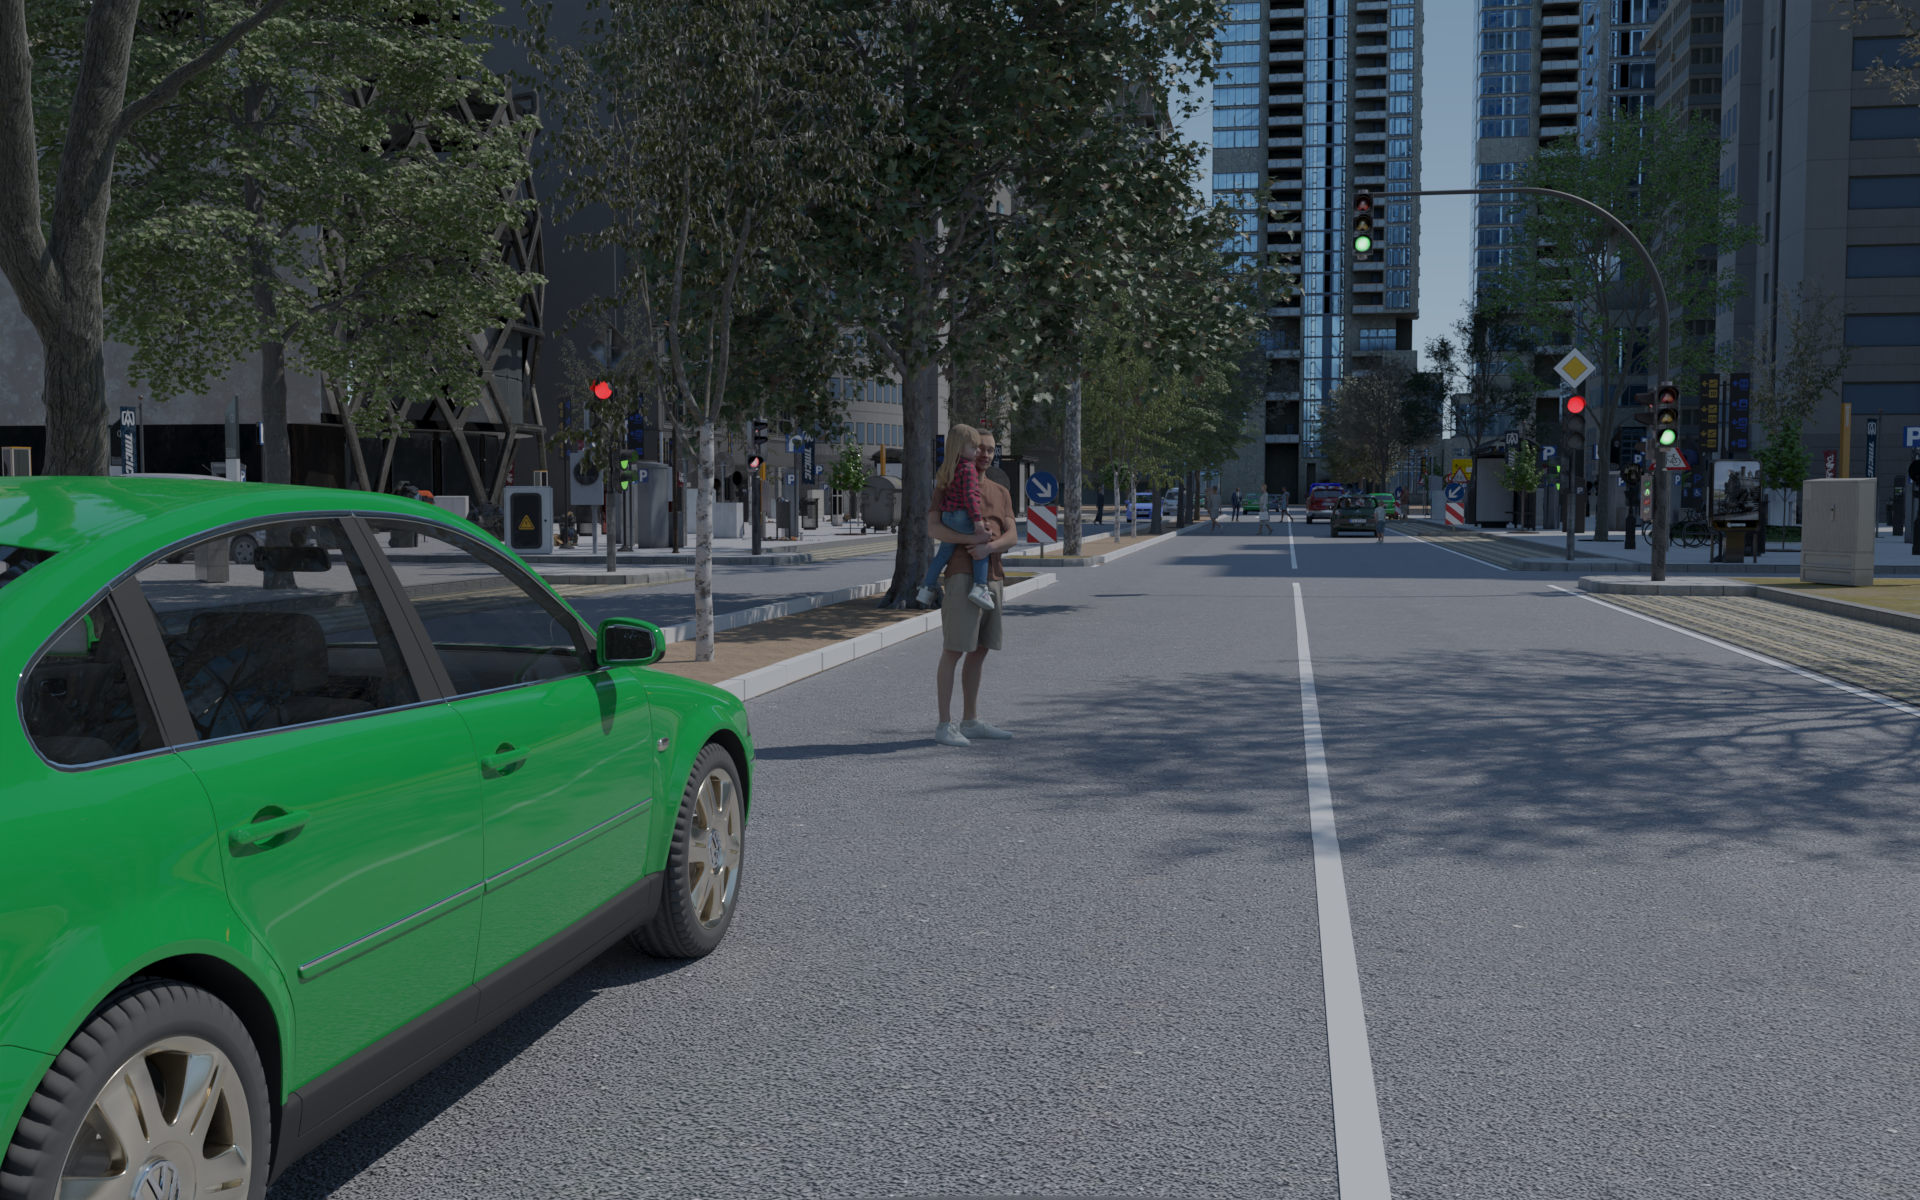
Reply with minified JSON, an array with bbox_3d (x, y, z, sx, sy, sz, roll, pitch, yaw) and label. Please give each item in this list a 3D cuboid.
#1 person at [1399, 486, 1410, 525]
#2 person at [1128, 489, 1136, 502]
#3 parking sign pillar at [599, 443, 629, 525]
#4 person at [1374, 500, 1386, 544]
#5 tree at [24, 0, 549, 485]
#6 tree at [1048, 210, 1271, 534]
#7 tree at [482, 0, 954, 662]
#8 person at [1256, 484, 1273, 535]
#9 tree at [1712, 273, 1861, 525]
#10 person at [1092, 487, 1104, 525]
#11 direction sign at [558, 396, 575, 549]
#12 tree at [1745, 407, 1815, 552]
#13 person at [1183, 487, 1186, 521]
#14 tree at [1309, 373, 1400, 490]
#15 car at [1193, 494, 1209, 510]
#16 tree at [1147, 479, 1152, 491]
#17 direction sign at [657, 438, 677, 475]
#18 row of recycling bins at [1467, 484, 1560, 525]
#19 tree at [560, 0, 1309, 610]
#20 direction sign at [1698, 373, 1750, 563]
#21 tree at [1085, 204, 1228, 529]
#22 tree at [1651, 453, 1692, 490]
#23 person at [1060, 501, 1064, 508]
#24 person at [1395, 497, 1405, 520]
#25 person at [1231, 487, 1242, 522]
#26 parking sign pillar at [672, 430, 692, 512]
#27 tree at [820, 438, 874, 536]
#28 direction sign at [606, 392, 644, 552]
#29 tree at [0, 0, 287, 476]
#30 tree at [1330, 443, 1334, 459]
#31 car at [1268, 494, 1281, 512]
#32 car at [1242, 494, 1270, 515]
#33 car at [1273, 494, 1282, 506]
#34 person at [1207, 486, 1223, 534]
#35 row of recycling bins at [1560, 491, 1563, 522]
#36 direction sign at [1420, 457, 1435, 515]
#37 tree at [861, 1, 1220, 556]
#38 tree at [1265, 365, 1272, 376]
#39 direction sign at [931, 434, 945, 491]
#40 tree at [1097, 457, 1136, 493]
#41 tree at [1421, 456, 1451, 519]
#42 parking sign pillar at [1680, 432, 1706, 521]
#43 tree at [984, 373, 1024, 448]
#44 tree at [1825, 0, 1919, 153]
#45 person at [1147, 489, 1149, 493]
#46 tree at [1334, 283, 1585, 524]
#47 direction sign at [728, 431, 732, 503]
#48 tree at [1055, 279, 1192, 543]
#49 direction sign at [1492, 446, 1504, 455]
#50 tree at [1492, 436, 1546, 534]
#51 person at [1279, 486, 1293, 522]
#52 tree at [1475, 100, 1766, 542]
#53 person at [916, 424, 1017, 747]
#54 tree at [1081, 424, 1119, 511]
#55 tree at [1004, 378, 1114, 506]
[{"bbox_3d":[20.548,-4.377,80.039,0.573,1.828,0.580,-1,4,-22],"label":"person"},{"bbox_3d":[10.291,-5.766,102.871,0.635,1.810,0.391,-2,4,-33],"label":"person"},{"bbox_3d":[-14.452,-5.155,72.762,1.447,3.967,1.447,0,4,-4],"label":"parking sign pillar"},{"bbox_3d":[12.127,-2.254,50.036,0.332,1.250,0.352,2,4,26],"label":"person"},{"bbox_3d":[-9.655,-6.419,23.081,7.486,12.596,7.792,0,3,0],"label":"tree"},{"bbox_3d":[6.982,-8.650,62.015,7.486,12.596,7.792,0,3,0],"label":"tree"},{"bbox_3d":[-2.149,-3.788,14.751,4.360,8.622,3.978,0,3,0],"label":"tree"},{"bbox_3d":[10.705,-3.177,60.802,0.624,1.780,0.694,1,4,11],"label":"person"},{"bbox_3d":[27.631,-6.564,57.680,4.360,8.622,3.978,0,3,0],"label":"tree"},{"bbox_3d":[6.471,-4.387,80.643,0.534,1.772,0.576,0,4,-7],"label":"person"},{"bbox_3d":[-9.224,-2.967,40.507,0.379,3.537,0.876,-2,4,-31],"label":"direction sign"},{"bbox_3d":[18.443,-2.693,38.627,1.663,3.219,1.824,0,3,0],"label":"tree"},{"bbox_3d":[11.463,-4.871,88.242,0.635,1.810,0.391,-1,4,-19],"label":"person"},{"bbox_3d":[41.206,-16.614,178.286,9.857,13.997,8.962,0,3,0],"label":"tree"},{"bbox_3d":[21.814,-8.912,157.516,2.131,1.459,4.920,1,4,12],"label":"car"},{"bbox_3d":[20.918,-11.717,186.168,1.663,3.219,1.824,0,3,0],"label":"tree"},{"bbox_3d":[-11.781,-4.756,69.759,0.876,3.537,0.379,1,4,20],"label":"direction sign"},{"bbox_3d":[23.238,-4.028,72.974,3.534,1.692,1.069,1,4,11],"label":"row of recycling bins"},{"bbox_3d":[-0.534,-6.242,21.520,9.611,12.733,9.660,0,3,0],"label":"tree"},{"bbox_3d":[14.315,-2.478,32.510,0.876,3.537,0.379,1,4,10],"label":"direction sign"},{"bbox_3d":[9.176,-9.709,71.576,12.009,13.543,11.850,0,3,0],"label":"tree"},{"bbox_3d":[29.811,-4.768,72.551,1.663,3.219,1.824,0,3,0],"label":"tree"},{"bbox_3d":[4.281,-3.629,68.188,0.716,1.782,0.532,0,4,8],"label":"person"},{"bbox_3d":[22.206,-4.823,87.130,0.659,1.850,0.755,-1,4,-18],"label":"person"},{"bbox_3d":[14.386,-4.986,90.202,0.721,1.800,0.419,-1,4,-15],"label":"person"},{"bbox_3d":[-11.764,-5.189,73.311,1.447,3.967,1.447,1,4,10],"label":"parking sign pillar"},{"bbox_3d":[-3.322,-3.631,53.963,1.663,3.219,1.824,0,3,0],"label":"tree"},{"bbox_3d":[-7.463,-2.843,38.481,0.876,3.537,0.379,-1,4,-13],"label":"direction sign"},{"bbox_3d":[-3.716,-4.815,6.940,9.928,11.665,9.643,0,3,0],"label":"tree"},{"bbox_3d":[40.197,-14.317,168.493,8.767,10.594,7.601,1,4,17],"label":"tree"},{"bbox_3d":[24.712,-7.761,138.890,2.014,1.417,4.499,1,4,9],"label":"car"},{"bbox_3d":[20.739,-6.878,121.258,1.959,1.807,4.718,1,4,11],"label":"car"},{"bbox_3d":[32.480,-10.182,178.276,2.131,1.459,4.920,1,4,12],"label":"car"},{"bbox_3d":[9.267,-3.269,62.696,0.466,1.731,0.760,-3,5,-45],"label":"person"},{"bbox_3d":[27.665,-4.481,80.383,1.069,1.692,3.534,0,4,-7],"label":"row of recycling bins"},{"bbox_3d":[28.557,-6.961,105.807,0.876,3.537,0.379,0,4,1],"label":"direction sign"},{"bbox_3d":[1.518,-11.102,39.856,12.611,20.169,13.585,0,3,0],"label":"tree"},{"bbox_3d":[12.720,-10.014,91.933,9.928,11.665,9.643,0,3,0],"label":"tree"},{"bbox_3d":[-0.998,-4.521,65.917,0.876,3.537,0.379,1,4,19],"label":"direction sign"},{"bbox_3d":[13.494,-10.050,148.028,4.285,4.588,4.351,0,3,0],"label":"tree"},{"bbox_3d":[24.371,-5.744,88.513,1.663,3.219,1.824,0,3,0],"label":"tree"},{"bbox_3d":[31.582,-5.285,74.889,1.447,3.967,1.447,0,4,-4],"label":"parking sign pillar"},{"bbox_3d":[1.414,-8.206,84.537,4.360,8.622,3.978,0,3,0],"label":"tree"},{"bbox_3d":[10.382,-6.268,12.860,12.009,13.543,11.850,0,3,0],"label":"tree"},{"bbox_3d":[14.249,-7.501,131.135,1.348,1.826,0.705,-3,4,-37],"label":"person"},{"bbox_3d":[22.114,-8.549,74.192,8.767,10.594,7.601,-2,4,-33],"label":"tree"},{"bbox_3d":[-8.050,-4.206,60.757,0.379,3.537,0.876,0,4,0],"label":"direction sign"},{"bbox_3d":[5.670,-6.315,56.073,4.737,8.622,4.395,0,3,0],"label":"tree"},{"bbox_3d":[25.259,-5.473,81.486,0.876,3.537,0.379,-2,4,-31],"label":"direction sign"},{"bbox_3d":[18.415,-3.773,56.289,1.663,3.219,1.824,0,3,0],"label":"tree"},{"bbox_3d":[16.342,-4.794,86.975,0.778,1.811,0.616,0,4,0],"label":"person"},{"bbox_3d":[17.385,-7.374,46.317,9.928,11.665,9.643,0,3,0],"label":"tree"},{"bbox_3d":[0.041,-0.092,9.977,0.573,1.828,0.580,0,4,4],"label":"person"},{"bbox_3d":[10.586,-11.044,130.926,4.360,8.622,3.978,0,3,0],"label":"tree"},{"bbox_3d":[6.018,-10.303,102.866,7.601,10.594,8.767,1,4,13],"label":"tree"}]
